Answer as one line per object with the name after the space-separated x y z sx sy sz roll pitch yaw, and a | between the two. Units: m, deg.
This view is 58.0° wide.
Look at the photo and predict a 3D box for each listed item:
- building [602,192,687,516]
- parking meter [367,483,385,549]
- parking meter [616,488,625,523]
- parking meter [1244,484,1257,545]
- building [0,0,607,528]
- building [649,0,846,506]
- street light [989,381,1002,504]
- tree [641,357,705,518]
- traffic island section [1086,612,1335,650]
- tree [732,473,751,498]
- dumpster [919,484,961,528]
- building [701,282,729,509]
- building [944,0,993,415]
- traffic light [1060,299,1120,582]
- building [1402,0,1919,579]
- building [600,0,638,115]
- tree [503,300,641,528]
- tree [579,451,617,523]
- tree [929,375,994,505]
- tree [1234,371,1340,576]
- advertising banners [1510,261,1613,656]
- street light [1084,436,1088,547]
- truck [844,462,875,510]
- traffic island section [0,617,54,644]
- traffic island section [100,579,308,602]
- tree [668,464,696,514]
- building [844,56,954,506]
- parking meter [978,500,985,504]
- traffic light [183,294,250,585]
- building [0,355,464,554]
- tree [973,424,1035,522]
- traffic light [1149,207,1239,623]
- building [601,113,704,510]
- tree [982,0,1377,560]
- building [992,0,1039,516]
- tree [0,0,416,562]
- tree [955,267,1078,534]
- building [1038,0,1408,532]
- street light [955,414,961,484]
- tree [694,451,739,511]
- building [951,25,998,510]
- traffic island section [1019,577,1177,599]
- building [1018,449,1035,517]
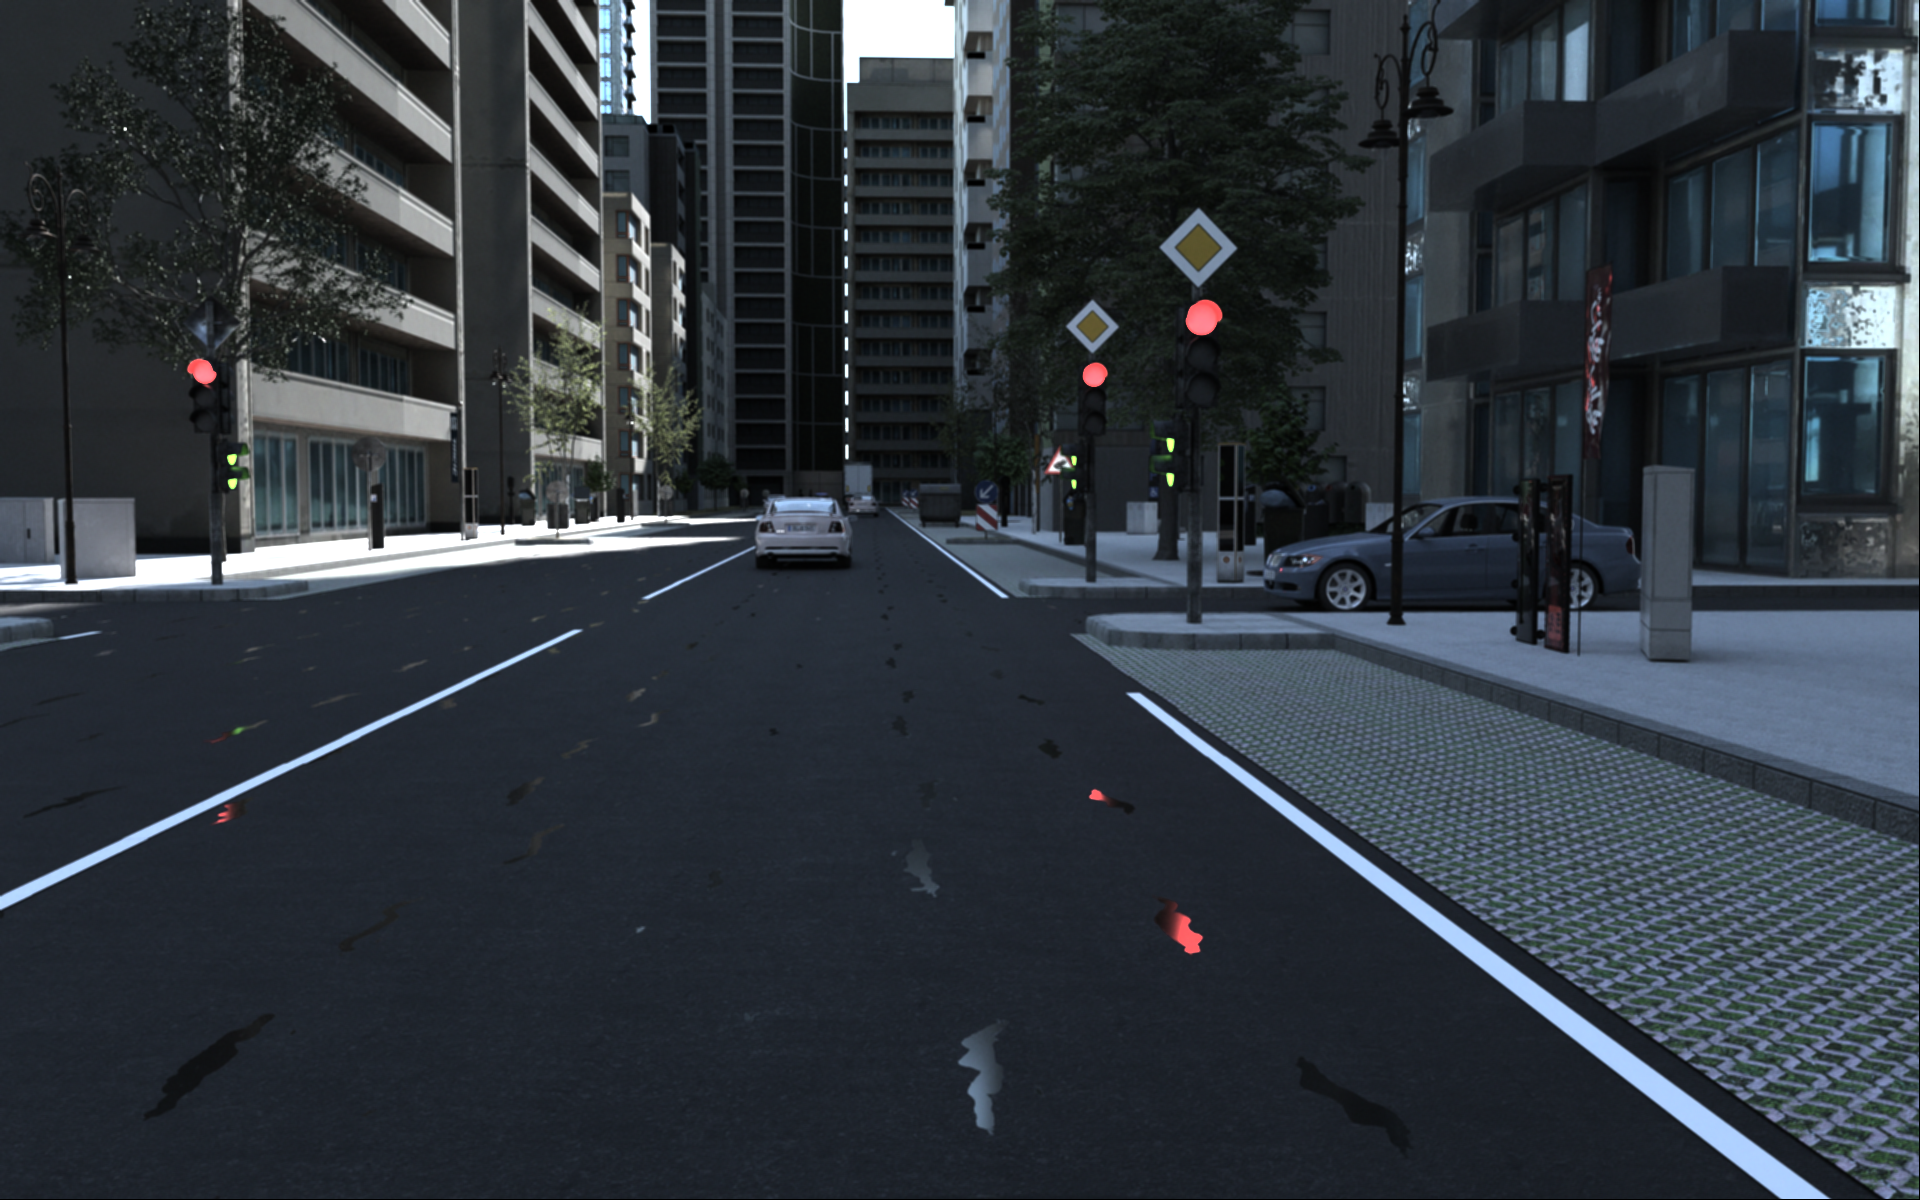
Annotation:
-33.339 -16.394 113.082 27.650 21.520 28.899 0 4 -3 | building
-13.668 -1.964 40.515 0.372 1.533 0.369 0 3 0 | parking meter
-14.986 -4.164 76.499 0.372 1.533 0.369 0 3 0 | parking meter
7.238 -2.140 43.400 0.372 1.533 0.369 0 3 0 | parking meter
-29.260 -27.999 81.484 21.300 48.544 21.600 0 4 -3 | building
-23.207 -46.198 193.587 20.611 71.187 20.563 0 4 -3 | building
1.449 -6.008 71.023 0.468 5.910 1.993 0 4 -3 | street light
-16.164 -8.790 94.077 4.360 8.622 3.978 0 3 0 | tree
2.353 0.309 17.236 2.009 0.180 2.903 0 4 -3 | traffic island section
-19.897 -9.884 156.203 1.663 3.219 1.824 0 3 0 | tree
-0.851 -4.012 73.805 1.865 1.857 1.264 0 4 -2 | dumpster
-36.914 -19.186 158.733 28.899 21.520 27.650 0 4 -3 | building
13.438 -34.952 160.704 28.713 52.752 27.495 0 4 -3 | building
1.886 -2.212 25.094 0.839 4.253 0.868 0 4 -3 | traffic light
24.843 -25.403 34.951 30.456 49.044 23.786 0 4 -3 | building
-49.013 -53.809 192.441 31.000 86.520 22.319 0 4 -3 | building
-15.071 -7.061 65.812 4.360 8.622 3.978 0 3 0 | tree
-16.503 -5.119 78.296 1.663 3.219 1.824 0 3 0 | tree
0.013 -9.545 106.426 4.737 8.622 4.395 0 3 0 | tree
5.190 -2.005 27.381 1.663 3.219 1.824 0 3 0 | tree
4.889 -1.097 14.125 0.090 3.025 2.074 0 3 0 | advertising banners
3.110 -4.225 41.871 0.468 5.910 1.993 0 4 -3 | street light
-9.199 -10.339 157.960 2.839 4.237 11.283 0 4 -3 | truck
-10.121 0.349 16.576 2.009 0.180 2.903 0 4 -3 | traffic island section
-10.547 -0.139 24.550 2.009 0.180 2.903 0 4 -3 | traffic island section
-17.958 -7.267 113.418 1.663 3.219 1.824 0 3 0 | tree
-2.188 -35.031 196.463 21.600 48.544 21.300 0 4 -3 | building
0.963 -4.279 75.669 0.399 1.863 0.255 1 4 8 | parking meter
-10.507 -2.171 24.417 0.839 4.253 0.868 0 4 -3 | traffic light
-26.588 -25.799 45.511 21.300 48.544 21.600 0 4 -3 | building
2.060 -5.908 80.317 4.285 4.588 4.351 0 3 0 | tree
2.313 -1.725 17.120 0.839 4.253 0.868 0 4 -3 | traffic light
-27.813 -22.221 135.007 14.160 30.474 14.107 0 4 -3 | building
4.094 -7.075 33.809 7.486 12.596 7.792 0 3 0 | tree
9.437 -28.044 108.631 14.600 45.320 14.200 0 4 -3 | building
-14.056 -5.969 32.004 8.767 10.594 7.601 1 4 11 | tree
2.197 -6.410 55.165 4.360 8.622 3.978 0 3 0 | tree
9.782 -23.309 64.697 14.154 41.232 14.086 0 4 -3 | building
-0.103 -7.774 99.890 0.468 5.910 1.993 0 4 -3 | street light
-18.449 -9.024 131.249 4.285 4.588 4.351 0 3 0 | tree
11.223 -50.009 130.321 22.319 86.520 31.000 0 4 -3 | building
1.927 -0.179 25.210 2.009 0.180 2.903 0 4 -3 | traffic island section
14.155 -39.823 89.353 20.563 71.187 20.611 0 4 -3 | building
